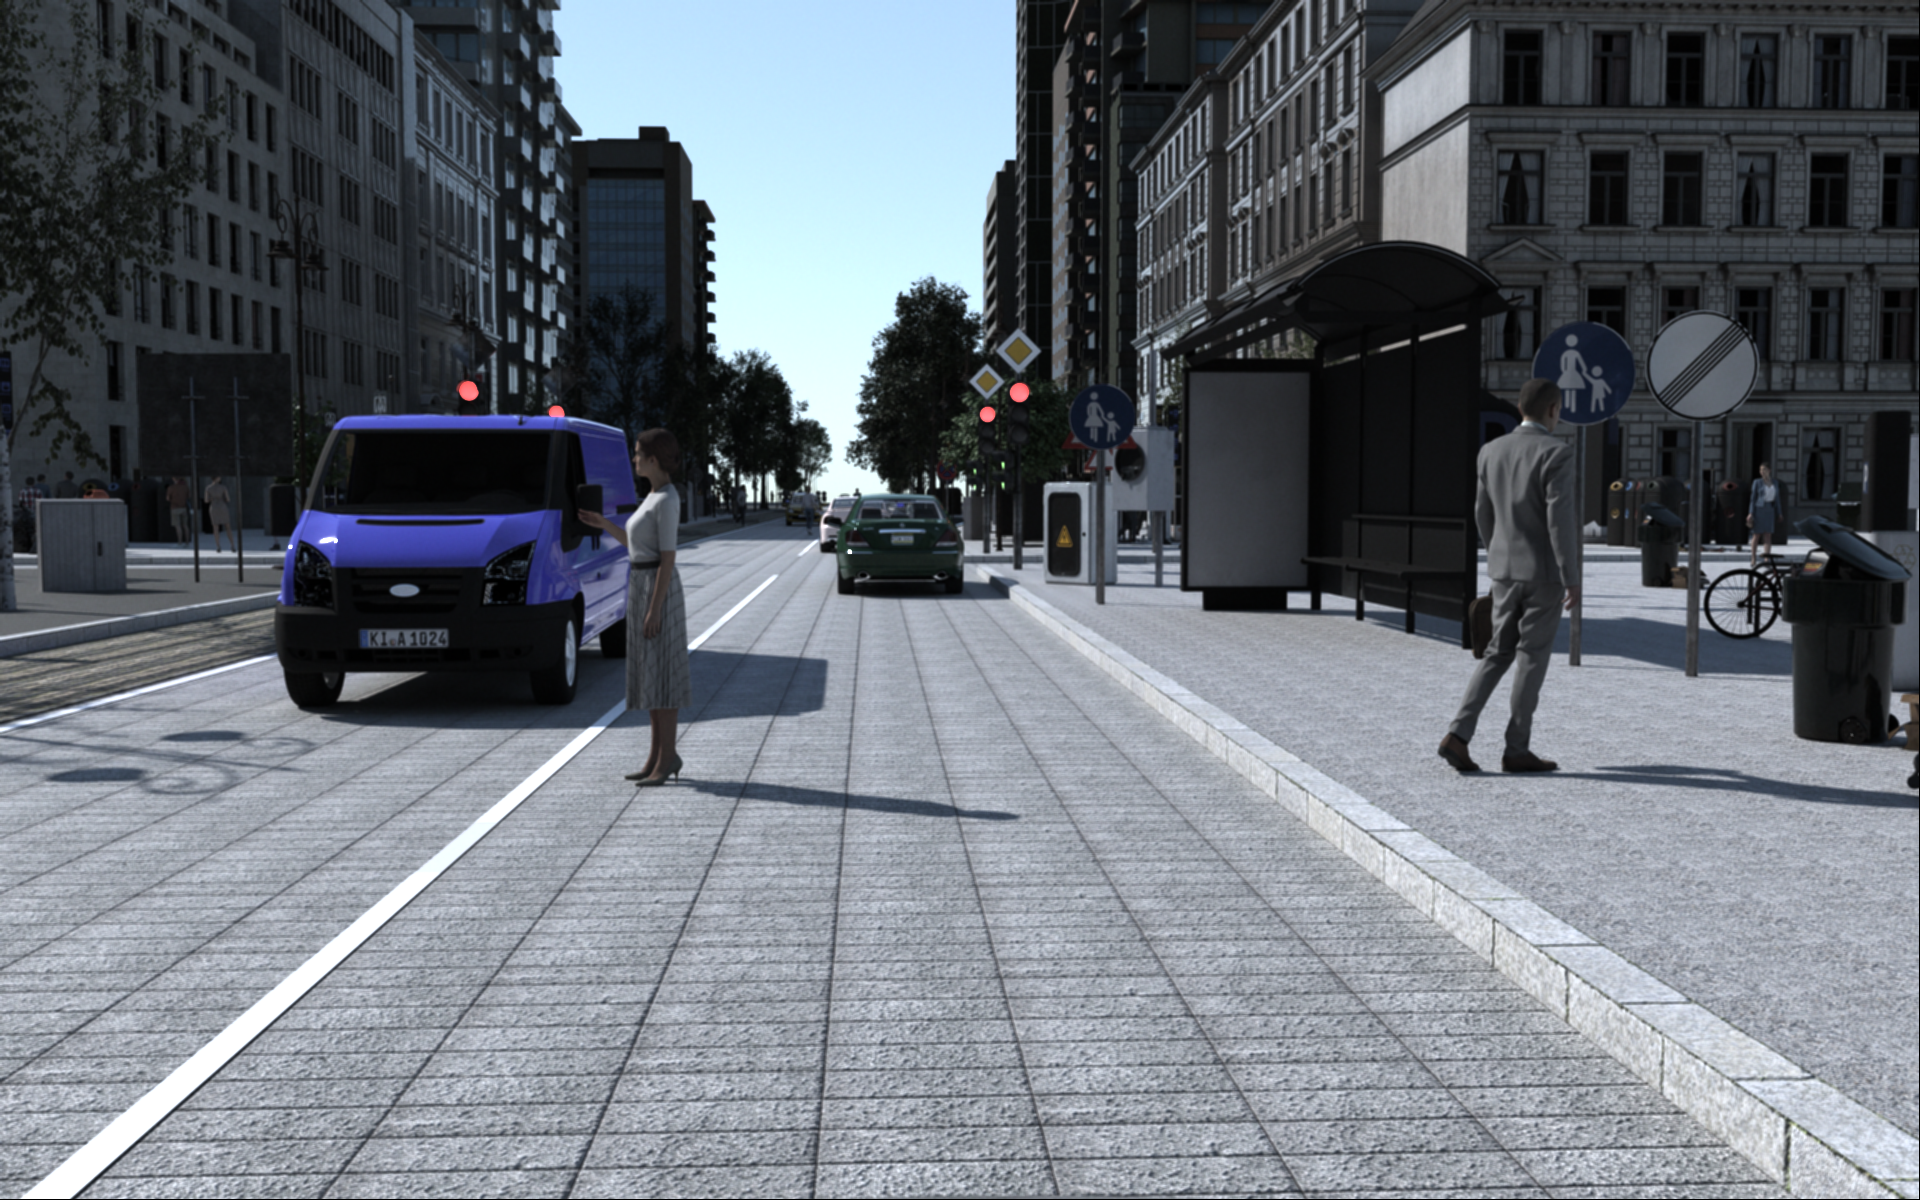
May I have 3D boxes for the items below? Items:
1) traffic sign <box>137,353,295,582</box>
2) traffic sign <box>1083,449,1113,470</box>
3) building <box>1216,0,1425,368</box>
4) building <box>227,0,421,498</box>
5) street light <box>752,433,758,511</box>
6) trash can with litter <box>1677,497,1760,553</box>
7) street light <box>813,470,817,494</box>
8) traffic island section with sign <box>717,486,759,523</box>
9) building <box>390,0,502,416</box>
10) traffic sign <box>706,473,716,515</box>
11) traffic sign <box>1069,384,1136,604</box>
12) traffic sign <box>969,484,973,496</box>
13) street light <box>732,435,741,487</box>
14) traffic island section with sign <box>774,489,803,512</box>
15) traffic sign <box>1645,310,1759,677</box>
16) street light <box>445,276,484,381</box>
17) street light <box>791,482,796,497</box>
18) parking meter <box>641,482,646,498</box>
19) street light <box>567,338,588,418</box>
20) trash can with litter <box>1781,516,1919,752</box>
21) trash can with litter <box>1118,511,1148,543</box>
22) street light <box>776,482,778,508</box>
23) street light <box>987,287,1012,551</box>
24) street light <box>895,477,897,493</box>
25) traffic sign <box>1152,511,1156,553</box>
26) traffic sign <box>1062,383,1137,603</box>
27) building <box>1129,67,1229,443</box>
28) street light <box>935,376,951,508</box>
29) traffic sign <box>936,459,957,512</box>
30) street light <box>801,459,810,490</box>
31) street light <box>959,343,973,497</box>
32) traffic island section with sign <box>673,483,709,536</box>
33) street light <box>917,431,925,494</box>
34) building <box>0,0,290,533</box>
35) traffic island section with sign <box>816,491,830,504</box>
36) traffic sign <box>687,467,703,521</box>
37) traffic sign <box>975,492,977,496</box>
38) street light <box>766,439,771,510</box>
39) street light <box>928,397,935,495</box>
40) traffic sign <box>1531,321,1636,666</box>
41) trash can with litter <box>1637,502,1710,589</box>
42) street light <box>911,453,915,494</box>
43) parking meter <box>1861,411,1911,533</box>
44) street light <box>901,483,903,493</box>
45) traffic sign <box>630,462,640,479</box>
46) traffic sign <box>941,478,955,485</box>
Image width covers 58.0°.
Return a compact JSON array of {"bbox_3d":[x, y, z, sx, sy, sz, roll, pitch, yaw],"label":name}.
[{"bbox_3d":[-10.782,-1.910,25.103,2.265,3.308,0.079,0,4,2],"label":"traffic sign"},{"bbox_3d":[3.163,-2.342,38.303,0.884,2.594,0.081,0,4,-1],"label":"traffic sign"},{"bbox_3d":[19.600,-16.992,75.084,12.463,27.353,25.104,0,4,-3],"label":"building"},{"bbox_3d":[-32.568,-15.797,76.307,12.078,24.808,19.932,0,4,-3],"label":"building"},{"bbox_3d":[-15.258,-9.527,128.551,0.468,5.910,1.993,0,4,-3],"label":"street light"},{"bbox_3d":[16.634,-1.676,38.463,2.233,1.210,1.678,1,4,11],"label":"trash can with litter"},{"bbox_3d":[-21.623,-17.283,255.368,0.468,5.910,1.993,0,4,-3],"label":"street light"},{"bbox_3d":[-11.065,-4.770,86.617,1.989,1.847,2.006,0,4,-3],"label":"traffic island section with sign"},{"bbox_3d":[-34.192,-18.992,96.428,13.634,28.700,20.117,0,4,-3],"label":"building"},{"bbox_3d":[-15.386,-6.500,106.381,0.768,2.556,0.104,0,4,3],"label":"traffic sign"},{"bbox_3d":[1.644,-1.222,20.078,0.768,2.556,0.104,0,4,6],"label":"traffic sign"},{"bbox_3d":[0.580,-4.728,79.427,0.606,2.300,0.079,0,4,2],"label":"traffic sign"},{"bbox_3d":[-14.525,-8.648,114.187,0.468,5.910,1.993,0,4,-3],"label":"street light"},{"bbox_3d":[-13.590,-7.791,136.003,1.989,1.847,2.006,0,4,-3],"label":"traffic island section with sign"},{"bbox_3d":[5.143,-0.733,12.098,0.768,2.556,0.104,0,4,4],"label":"traffic sign"},{"bbox_3d":[-10.541,-3.926,36.971,0.468,5.910,1.993,0,4,-3],"label":"street light"},{"bbox_3d":[-18.620,-13.681,196.469,0.468,5.910,1.993,0,4,-3],"label":"street light"},{"bbox_3d":[-14.913,-4.623,81.297,0.399,1.863,0.255,2,4,26],"label":"parking meter"},{"bbox_3d":[-11.344,-4.804,51.332,0.468,5.910,1.993,0,4,-3],"label":"street light"},{"bbox_3d":[4.812,0.152,8.907,0.624,1.170,1.055,-3,5,-40],"label":"trash can with litter"},{"bbox_3d":[4.429,-2.147,46.162,1.678,1.210,2.233,-1,4,-13],"label":"trash can with litter"},{"bbox_3d":[-16.676,-11.308,157.665,0.468,5.910,1.993,0,4,-3],"label":"street light"},{"bbox_3d":[0.890,-4.042,38.879,0.468,5.910,1.993,0,4,-3],"label":"street light"},{"bbox_3d":[-6.714,-13.193,188.485,0.468,5.910,1.993,0,4,-3],"label":"street light"},{"bbox_3d":[4.220,-2.290,37.544,0.768,2.556,0.104,0,4,7],"label":"traffic sign"},{"bbox_3d":[1.635,-1.247,20.388,0.884,2.594,0.081,0,4,2],"label":"traffic sign"},{"bbox_3d":[17.739,-18.552,100.593,12.463,27.353,25.104,0,4,-3],"label":"building"},{"bbox_3d":[-0.610,-5.813,67.825,0.468,5.910,1.993,0,4,-3],"label":"street light"},{"bbox_3d":[-0.458,-3.771,61.754,0.768,2.556,0.104,0,4,3],"label":"traffic sign"},{"bbox_3d":[-20.183,-15.526,226.638,0.468,5.910,1.993,0,4,-3],"label":"street light"},{"bbox_3d":[0.228,-4.921,53.248,0.468,5.910,1.993,0,4,-3],"label":"street light"},{"bbox_3d":[-9.692,-3.123,59.696,1.989,1.847,2.006,0,4,-3],"label":"traffic island section with sign"},{"bbox_3d":[-2.007,-7.601,97.071,0.468,5.910,1.993,0,4,-3],"label":"street light"},{"bbox_3d":[-30.464,-12.405,57.566,10.420,20.320,16.860,0,4,-3],"label":"building"},{"bbox_3d":[-19.185,-14.493,245.586,1.989,1.847,2.006,0,4,-3],"label":"traffic island section with sign"},{"bbox_3d":[-12.612,-5.041,82.530,0.768,2.556,0.104,0,4,-1],"label":"traffic sign"},{"bbox_3d":[0.714,-4.691,76.697,0.884,2.594,0.081,0,4,5],"label":"traffic sign"},{"bbox_3d":[-15.938,-10.429,143.300,0.468,5.910,1.993,0,4,-3],"label":"street light"},{"bbox_3d":[-1.246,-6.723,82.708,0.468,5.910,1.993,0,4,-3],"label":"street light"},{"bbox_3d":[4.597,-0.781,12.869,0.768,2.556,0.104,0,4,0],"label":"traffic sign"},{"bbox_3d":[9.832,-0.757,23.769,0.624,1.170,1.055,-2,4,-25],"label":"trash can with litter"},{"bbox_3d":[-2.736,-8.480,111.436,0.468,5.910,1.993,0,4,-3],"label":"street light"},{"bbox_3d":[6.602,-0.408,12.386,0.255,1.863,0.399,1,4,20],"label":"parking meter"},{"bbox_3d":[-4.497,-10.507,144.575,0.468,5.910,1.993,0,4,-3],"label":"street light"},{"bbox_3d":[-11.930,-3.805,62.219,0.884,2.594,0.081,0,4,-1],"label":"traffic sign"},{"bbox_3d":[-0.679,-5.878,96.219,0.768,2.556,0.104,0,4,1],"label":"traffic sign"}]
